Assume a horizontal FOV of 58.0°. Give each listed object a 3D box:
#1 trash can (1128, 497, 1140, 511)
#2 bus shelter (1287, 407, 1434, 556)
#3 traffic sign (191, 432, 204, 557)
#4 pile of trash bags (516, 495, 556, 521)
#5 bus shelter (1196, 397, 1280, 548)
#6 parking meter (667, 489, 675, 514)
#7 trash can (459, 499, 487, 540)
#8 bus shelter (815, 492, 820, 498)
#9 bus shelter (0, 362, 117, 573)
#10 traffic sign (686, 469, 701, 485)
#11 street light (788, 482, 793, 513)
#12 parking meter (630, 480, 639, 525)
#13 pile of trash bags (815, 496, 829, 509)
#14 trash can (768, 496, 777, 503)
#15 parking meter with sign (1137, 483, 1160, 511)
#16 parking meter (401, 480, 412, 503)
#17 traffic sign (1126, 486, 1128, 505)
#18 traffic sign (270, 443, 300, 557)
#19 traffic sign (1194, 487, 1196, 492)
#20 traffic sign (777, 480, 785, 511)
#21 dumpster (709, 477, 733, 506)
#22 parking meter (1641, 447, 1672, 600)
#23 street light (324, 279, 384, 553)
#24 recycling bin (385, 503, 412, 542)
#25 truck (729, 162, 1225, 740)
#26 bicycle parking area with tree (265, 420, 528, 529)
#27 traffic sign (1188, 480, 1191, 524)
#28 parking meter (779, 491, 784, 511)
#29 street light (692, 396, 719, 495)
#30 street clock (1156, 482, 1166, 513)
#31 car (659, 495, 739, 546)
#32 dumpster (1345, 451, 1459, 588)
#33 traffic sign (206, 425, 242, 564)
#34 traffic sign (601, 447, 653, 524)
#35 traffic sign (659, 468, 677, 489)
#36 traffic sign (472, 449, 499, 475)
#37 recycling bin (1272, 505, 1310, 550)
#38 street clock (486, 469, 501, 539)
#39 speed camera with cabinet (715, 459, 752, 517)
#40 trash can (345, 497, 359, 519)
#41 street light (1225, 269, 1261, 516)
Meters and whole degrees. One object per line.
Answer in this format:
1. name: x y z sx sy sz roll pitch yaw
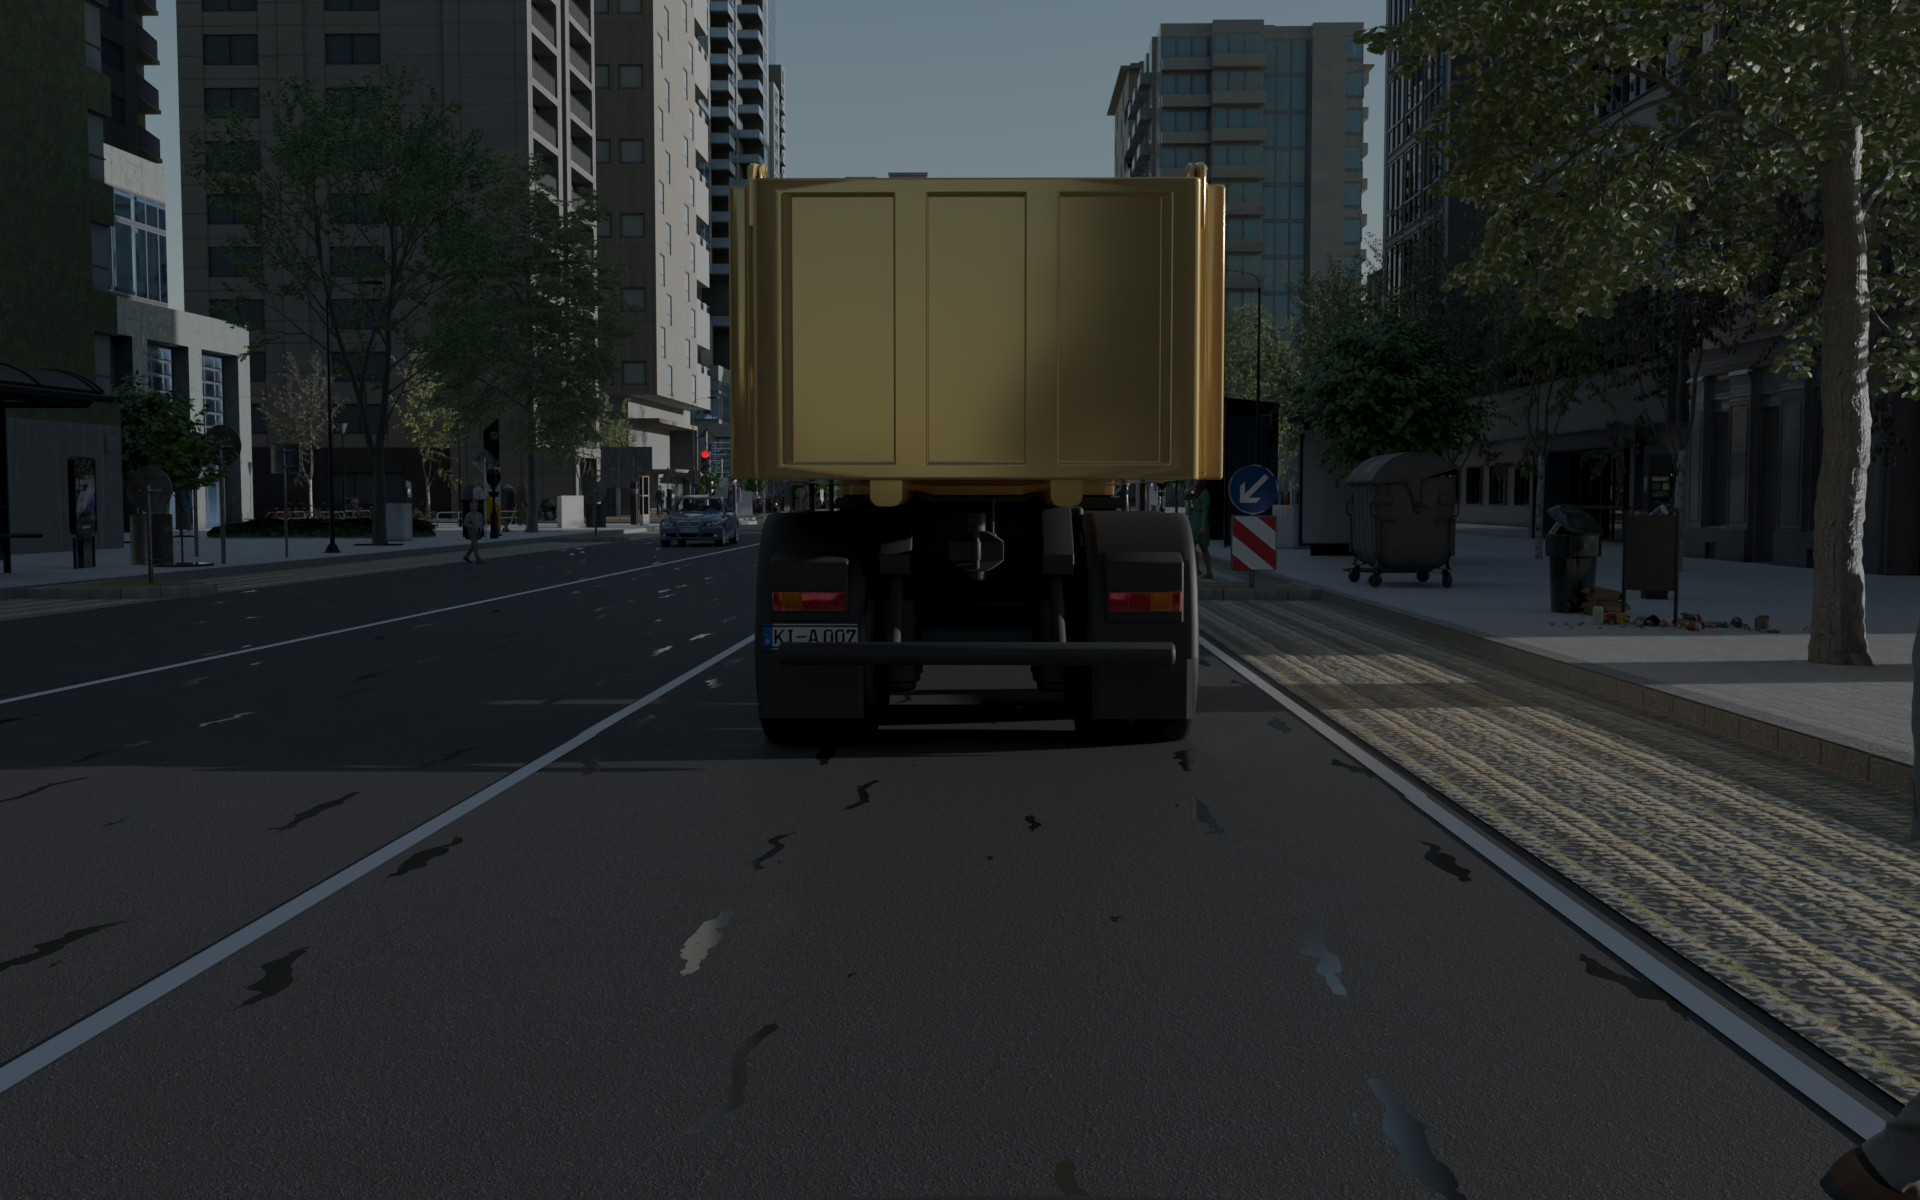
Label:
1. trash can: 9.321 -4.945 92.507 0.748 1.137 0.748 0 3 0
2. bus shelter: 7.774 -2.418 33.455 2.014 3.302 5.546 0 4 1
3. traffic sign: -15.653 -2.161 35.441 0.768 2.556 0.104 0 4 6
4. pile of trash bags: -20.090 -4.510 83.484 3.447 1.369 1.912 0 4 -6
5. bus shelter: 6.886 -3.245 44.332 1.731 3.624 6.357 0 4 1
6. parking meter: -13.856 -4.558 82.936 0.372 1.533 0.369 0 3 0
7. trash can: -13.762 -2.282 48.963 0.748 1.137 0.748 0 3 0
8. bus shelter: -13.024 -9.798 151.486 1.731 3.624 6.357 0 4 1
9. bus shelter: -14.822 -1.936 25.584 2.014 3.302 5.546 0 4 1
10. traffic sign: -13.452 -5.346 87.515 0.768 2.556 0.104 0 4 2
11. street light: -11.187 -9.018 119.984 1.470 5.913 1.316 0 4 1
12. parking meter: -13.549 -4.058 72.054 0.255 1.863 0.399 0 4 7
13. pile of trash bags: -12.674 -8.333 146.002 3.447 1.369 1.912 -3 4 -38
14. trash can: -13.295 -6.801 122.852 0.748 1.137 0.748 0 3 0
15. parking meter with sign: 7.358 -4.364 67.606 0.543 3.016 1.738 -2 4 -25
16. parking meter: -23.573 -4.164 73.792 0.255 1.863 0.399 1 4 17
17. traffic sign: 6.901 -4.372 71.590 0.768 2.556 0.104 0 4 7
18. traffic sign: -13.620 -2.009 34.976 0.606 2.300 0.079 0 4 5
19. traffic sign: 8.290 -3.725 61.017 0.768 2.556 0.104 0 4 2
20. traffic sign: -13.263 -7.728 128.476 0.606 2.300 0.079 0 4 6
21. dumpster: -13.858 -5.961 99.957 1.502 2.255 1.985 0 4 1
22. parking meter: 8.502 -0.945 21.155 0.255 1.863 0.399 1 4 9
23. street light: -13.142 -3.978 37.574 1.470 5.913 1.316 0 4 1
24. recycling bin: -15.364 -2.114 47.116 0.722 1.027 0.722 0 3 0
25. truck: 0.139 -1.087 13.699 3.469 3.379 9.791 0 4 1
26. bicycle parking area with tree: -21.843 -4.957 68.049 8.231 4.147 9.016 2 4 29
27. traffic sign: 6.837 -3.146 51.541 0.768 2.556 0.104 1 4 9
28. parking meter: -13.567 -7.545 131.773 0.372 1.533 0.369 0 3 0
29. street light: -12.143 -6.715 82.333 1.470 5.913 1.316 0 4 1
30. street clock: 7.687 -3.756 65.987 0.471 2.002 0.358 0 4 -6
31. car: -7.318 -2.259 48.943 2.014 1.417 4.499 0 4 0
32. dumpster: 6.226 -1.141 24.409 1.264 1.857 1.865 0 4 1
33. traffic sign: -13.539 -1.937 31.770 0.768 2.556 0.104 0 4 8
34. traffic sign: -14.296 -4.918 74.276 2.265 3.308 0.079 0 4 6
35. traffic sign: -14.160 -5.137 83.993 0.884 2.594 0.081 0 4 5
36. traffic sign: -13.802 -3.095 50.336 0.795 2.593 0.064 0 4 5
37. recycling bin: 7.790 -1.710 40.506 0.722 1.027 0.722 -3 4 -39
38. street clock: -13.411 -2.768 49.826 0.358 2.002 0.471 1 4 11
39. speed camera with cabinet: -12.777 -6.321 97.690 2.038 3.252 0.660 -1 4 -16
40. trash can: -29.622 -4.445 84.335 0.748 1.137 0.748 0 3 0
41. street light: 5.546 -3.843 35.382 1.470 5.913 1.316 0 4 1
